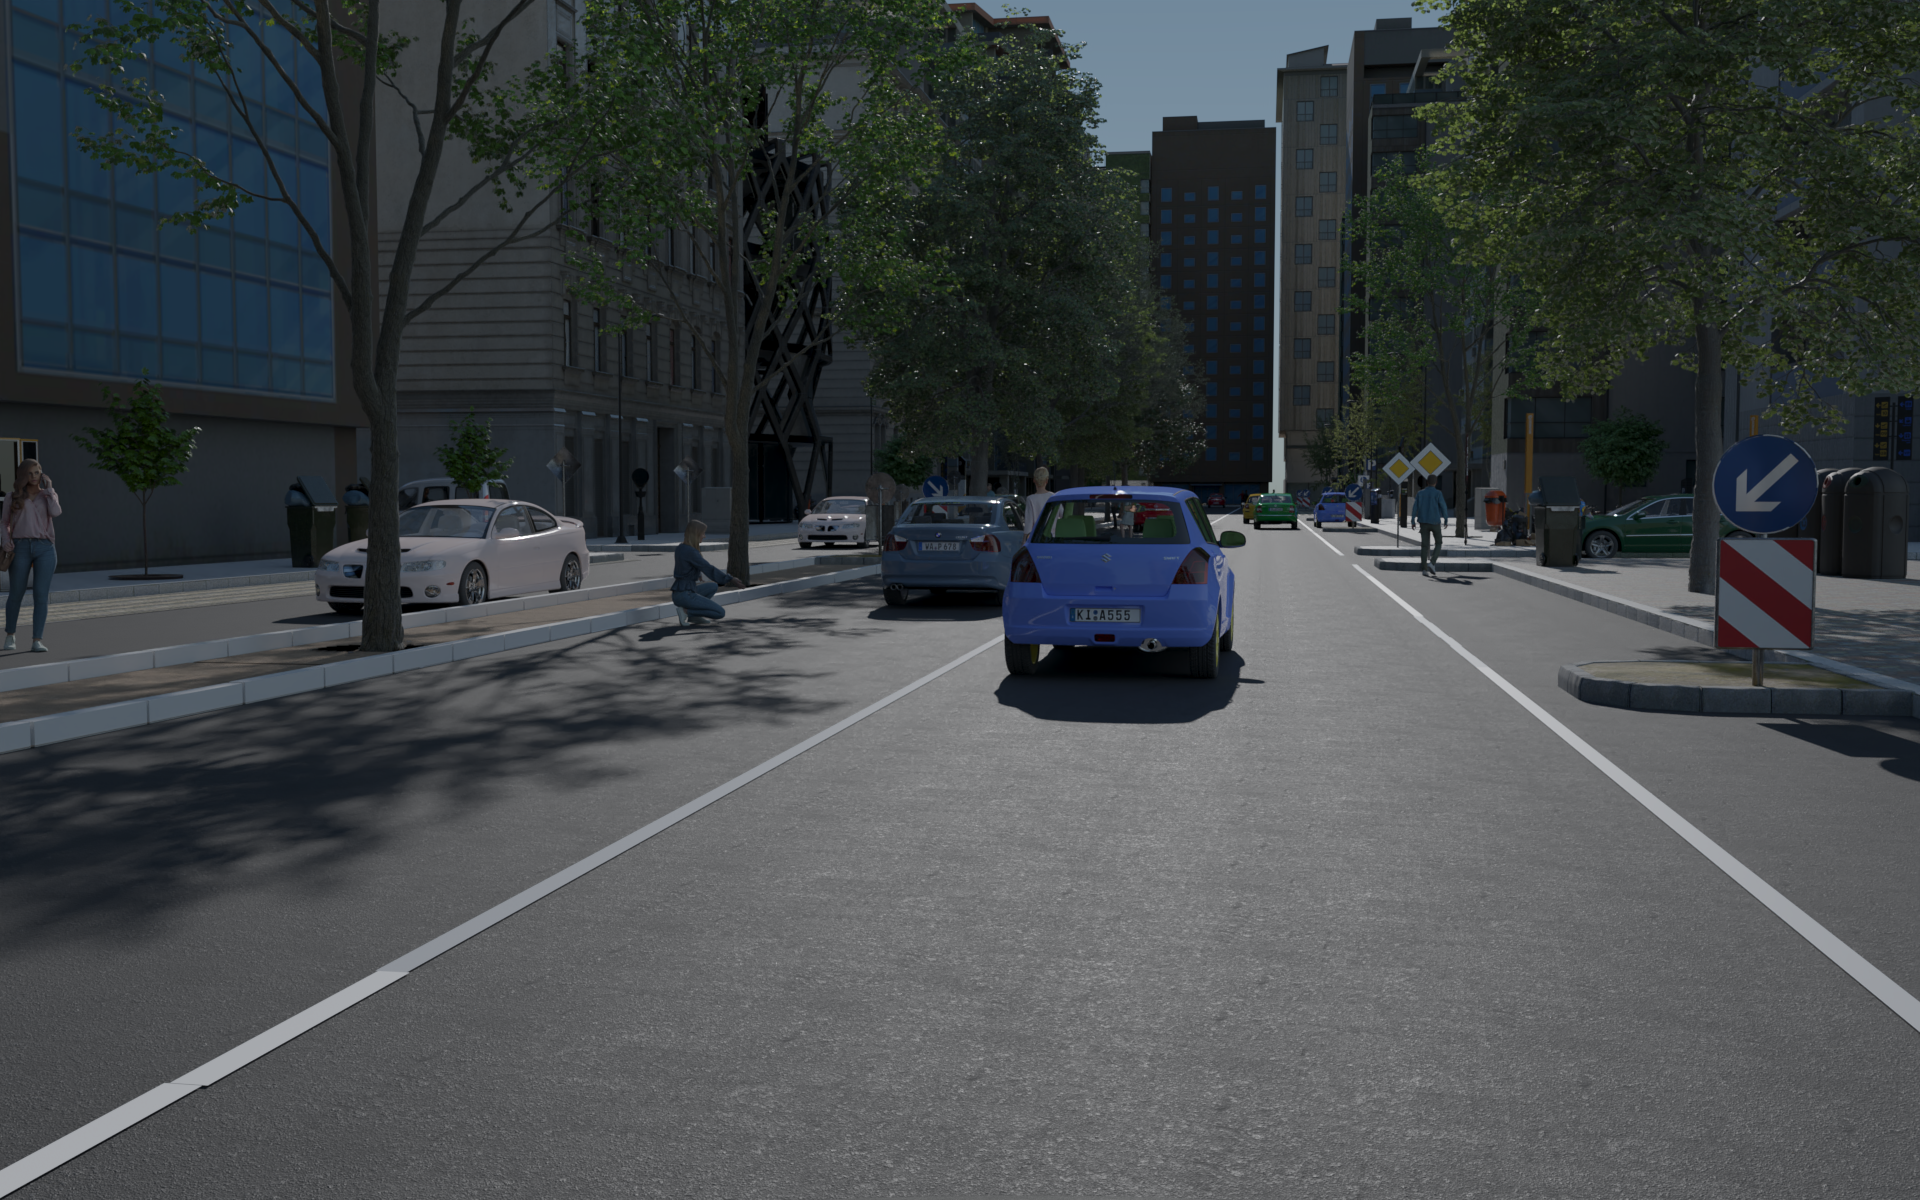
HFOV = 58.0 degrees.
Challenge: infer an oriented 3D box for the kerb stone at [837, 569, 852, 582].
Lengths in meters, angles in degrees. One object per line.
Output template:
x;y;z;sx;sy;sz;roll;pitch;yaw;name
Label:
-1.989;-0.384;28.478;0.120;0.150;1.000;1;4;10;kerb stone

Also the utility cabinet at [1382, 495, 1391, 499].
25.473;-5.719;104.660;1.020;1.237;0.306;0;4;1;utility cabinet

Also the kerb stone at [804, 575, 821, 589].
-2.351;-0.260;26.448;0.120;0.150;1.000;1;4;10;kerb stone

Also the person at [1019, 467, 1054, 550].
1.114;-0.655;19.884;0.731;1.740;0.598;-3;5;-42;person

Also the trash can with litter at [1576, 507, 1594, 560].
11.690;-1.353;33.513;1.055;1.170;0.624;-2;4;-34;trash can with litter

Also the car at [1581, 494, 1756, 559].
15.290;-1.585;37.714;4.920;1.459;2.131;0;4;8;car

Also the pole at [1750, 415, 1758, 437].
20.521;-3.119;44.843;0.158;3.312;0.155;0;3;0;pole

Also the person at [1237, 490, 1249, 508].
29.637;-10.585;181.502;1.348;1.831;0.705;0;4;-5;person

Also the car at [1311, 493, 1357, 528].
16.063;-3.952;74.211;1.945;1.707;3.694;1;4;9;car

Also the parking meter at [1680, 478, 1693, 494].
26.054;-3.452;62.145;0.255;1.863;0.399;0;4;-8;parking meter

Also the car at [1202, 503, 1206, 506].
10.497;-4.341;81.192;2.015;1.641;3.980;1;4;11;car

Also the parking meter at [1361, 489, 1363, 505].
21.762;-5.181;93.115;0.372;1.533;0.369;0;3;0;parking meter

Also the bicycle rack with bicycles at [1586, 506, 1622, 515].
19.029;-2.356;51.902;2.925;0.926;2.852;0;4;-4;bicycle rack with bicycles

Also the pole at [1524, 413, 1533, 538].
14.385;-3.057;43.829;0.158;3.312;0.155;0;3;0;pole

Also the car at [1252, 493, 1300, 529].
13.120;-3.861;71.919;1.959;1.807;4.718;1;4;11;car

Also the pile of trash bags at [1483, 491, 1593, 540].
15.267;-2.221;46.058;3.447;1.369;1.912;-2;4;-29;pile of trash bags

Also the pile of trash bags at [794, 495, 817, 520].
-7.907;-4.596;84.903;1.912;1.369;3.447;-1;4;-21;pile of trash bags

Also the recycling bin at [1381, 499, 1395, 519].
22.499;-4.810;91.200;0.722;1.027;0.722;1;4;23;recycling bin

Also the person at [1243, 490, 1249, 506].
25.226;-8.807;152.516;0.705;1.821;1.348;-2;4;-24;person

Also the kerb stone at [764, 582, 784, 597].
-2.717;-0.132;24.420;0.120;0.150;1.000;1;4;10;kerb stone

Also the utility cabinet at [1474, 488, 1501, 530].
18.662;-3.215;61.240;1.173;1.500;0.318;-3;5;-41;utility cabinet

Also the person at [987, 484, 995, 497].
1.213;-3.700;68.861;0.748;1.841;0.638;-2;4;-33;person

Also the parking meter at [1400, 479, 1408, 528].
16.914;-3.686;65.970;0.255;1.863;0.399;1;4;13;parking meter

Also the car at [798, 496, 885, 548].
-3.127;-2.154;47.575;2.083;1.381;4.827;1;4;9;car

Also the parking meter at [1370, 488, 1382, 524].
17.995;-4.078;75.087;0.372;1.533;0.369;0;3;0;parking meter

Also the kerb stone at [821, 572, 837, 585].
-2.178;-0.316;27.462;0.120;0.150;1.000;1;4;10;kerb stone

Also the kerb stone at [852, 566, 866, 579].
-1.816;-0.446;29.485;0.120;0.150;1.000;1;4;10;kerb stone

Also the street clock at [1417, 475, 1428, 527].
17.767;-3.782;66.413;0.358;2.002;0.471;-2;4;-24;street clock

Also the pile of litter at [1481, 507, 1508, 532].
18.392;-2.719;58.417;1.719;0.858;1.176;2;4;25;pile of litter

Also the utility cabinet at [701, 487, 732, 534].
-7.684;-2.840;55.105;1.173;1.500;0.318;2;4;32;utility cabinet

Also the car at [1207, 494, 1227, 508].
26.880;-10.538;181.337;2.155;1.783;4.494;1;4;10;car

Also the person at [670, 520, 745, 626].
-2.856;-0.313;19.120;0.738;1.151;1.012;-1;4;-21;person

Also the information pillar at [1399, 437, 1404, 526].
17.955;-4.841;70.507;0.183;3.616;0.504;2;4;29;information pillar

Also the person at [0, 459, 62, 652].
-8.566;-0.415;15.872;0.593;1.750;0.643;-2;4;-30;person

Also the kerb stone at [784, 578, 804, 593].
-2.525;-0.197;25.438;0.120;0.150;1.000;1;4;10;kerb stone

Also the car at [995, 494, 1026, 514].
1.973;-3.899;75.547;2.131;1.459;4.920;1;4;11;car

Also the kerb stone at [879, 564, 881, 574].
-1.459;-0.569;31.502;0.120;0.150;1.000;1;4;10;kerb stone

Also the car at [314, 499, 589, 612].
-6.416;-0.612;22.368;2.083;1.381;4.827;1;4;11;car

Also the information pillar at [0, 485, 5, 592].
-12.506;-1.115;22.729;0.304;2.012;0.304;-3;5;-41;information pillar

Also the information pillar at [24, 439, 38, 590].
-12.585;-1.147;23.252;0.304;2.012;0.304;1;4;14;information pillar

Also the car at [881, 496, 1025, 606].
0.136;-0.701;23.471;2.014;1.417;4.499;1;4;11;car

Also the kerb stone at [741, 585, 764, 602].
-2.890;-0.069;23.413;0.120;0.150;1.000;1;4;10;kerb stone

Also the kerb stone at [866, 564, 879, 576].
-1.648;-0.508;30.493;0.120;0.150;1.000;1;4;10;kerb stone

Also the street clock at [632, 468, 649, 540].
-8.876;-2.665;48.149;0.471;2.002;0.358;-1;4;-14;street clock

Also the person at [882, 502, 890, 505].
-2.456;-2.754;54.539;0.512;1.701;0.522;0;4;-8;person

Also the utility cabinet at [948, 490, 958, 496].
-0.376;-4.990;90.263;0.318;1.500;1.173;1;4;10;utility cabinet

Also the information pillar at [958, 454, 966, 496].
0.106;-6.636;99.855;0.504;3.616;0.183;2;4;34;information pillar

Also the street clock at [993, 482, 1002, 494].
2.307;-6.227;106.387;0.471;2.002;0.358;-1;4;-12;street clock

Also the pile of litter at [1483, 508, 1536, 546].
13.969;-1.766;42.839;1.719;0.858;1.176;1;4;11;pile of litter

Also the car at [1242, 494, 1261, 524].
14.773;-4.559;84.762;2.015;1.641;3.980;1;4;12;car

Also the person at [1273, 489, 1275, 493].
25.083;-7.937;138.357;1.348;1.812;0.705;-1;4;-23;person

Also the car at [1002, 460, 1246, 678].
1.459;-0.323;14.878;1.945;1.707;3.694;1;4;11;car

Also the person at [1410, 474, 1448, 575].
8.245;-1.320;30.418;0.601;1.785;0.444;2;4;32;person

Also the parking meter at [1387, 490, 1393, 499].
27.486;-6.253;110.644;0.372;1.533;0.369;0;3;0;parking meter
